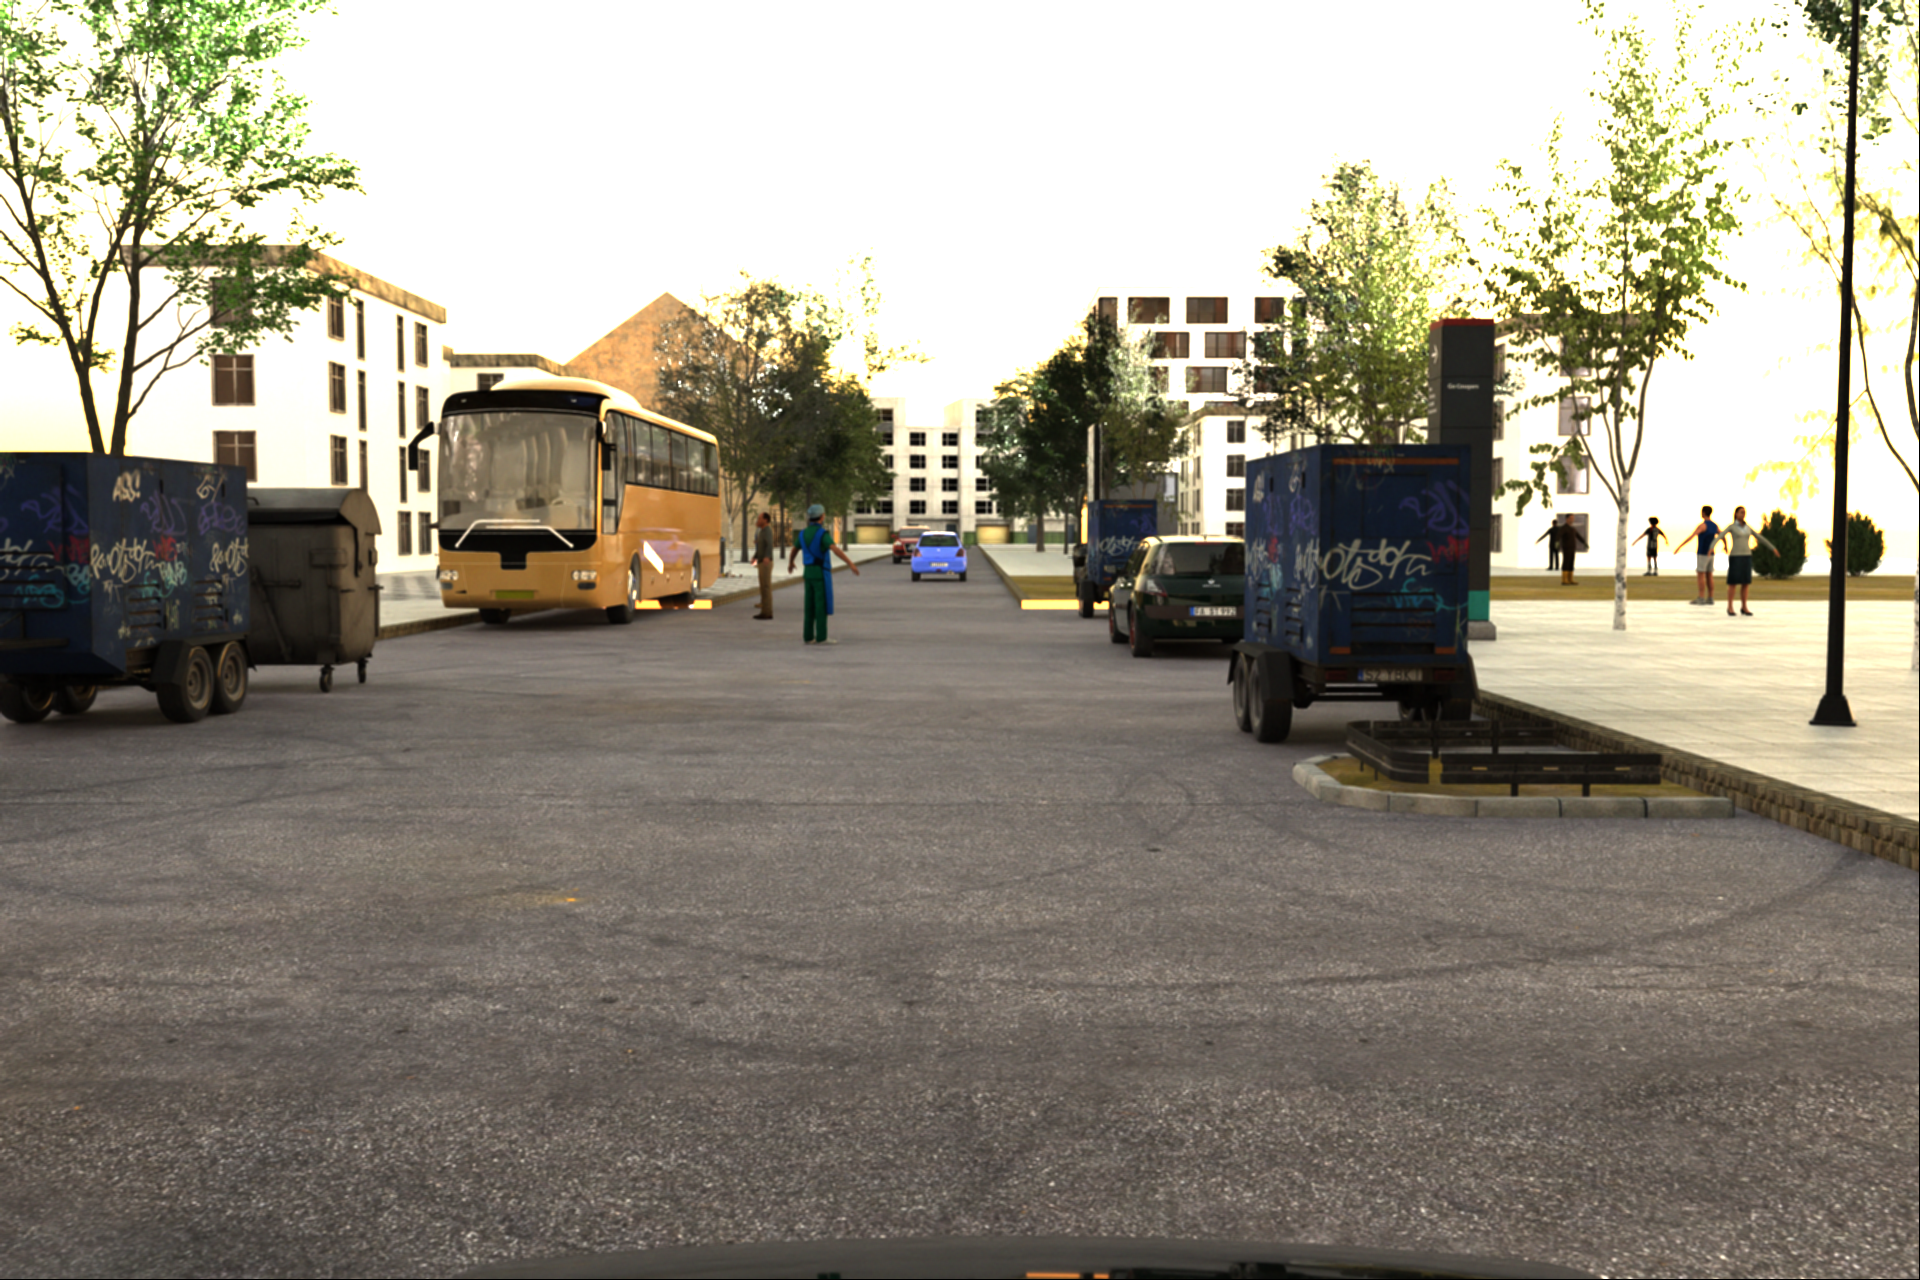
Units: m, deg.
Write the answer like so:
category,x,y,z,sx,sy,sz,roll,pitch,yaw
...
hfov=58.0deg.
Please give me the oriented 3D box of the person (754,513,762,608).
category,x,y,z,sx,sy,sz,roll,pitch,yaw
person,-3.856,-1.558,33.791,0.705,1.847,1.347,-1,4,-10

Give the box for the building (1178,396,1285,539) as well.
category,x,y,z,sx,sy,sz,roll,pitch,yaw
building,20.505,-10.514,114.048,9.099,9.664,28.070,0,4,0

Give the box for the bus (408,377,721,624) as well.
category,x,y,z,sx,sy,sz,roll,pitch,yaw
bus,-6.401,-2.403,30.844,2.896,3.916,12.252,0,4,1

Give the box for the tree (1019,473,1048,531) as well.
category,x,y,z,sx,sy,sz,roll,pitch,yaw
tree,6.215,-11.598,139.985,4.737,8.622,4.395,0,3,0

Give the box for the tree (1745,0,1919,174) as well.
category,x,y,z,sx,sy,sz,roll,pitch,yaw
tree,24.759,-11.210,39.171,12.611,20.169,13.585,0,3,0

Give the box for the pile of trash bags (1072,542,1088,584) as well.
category,x,y,z,sx,sy,sz,roll,pitch,yaw
pile of trash bags,3.860,-2.152,44.933,1.912,1.369,3.447,0,4,1

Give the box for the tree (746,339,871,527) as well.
category,x,y,z,sx,sy,sz,roll,pitch,yaw
tree,-8.826,-11.159,100.580,7.486,12.596,7.792,0,3,0

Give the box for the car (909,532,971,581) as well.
category,x,y,z,sx,sy,sz,roll,pitch,yaw
car,-0.636,-2.698,53.706,1.945,1.707,3.694,0,4,0

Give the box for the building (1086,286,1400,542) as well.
category,x,y,z,sx,sy,sz,roll,pitch,yaw
building,25.432,-19.278,159.171,27.936,21.610,32.646,0,4,0

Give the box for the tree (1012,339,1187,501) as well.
category,x,y,z,sx,sy,sz,roll,pitch,yaw
tree,6.366,-8.912,80.121,8.767,10.594,7.601,1,4,10

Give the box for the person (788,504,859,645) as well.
category,x,y,z,sx,sy,sz,roll,pitch,yaw
person,-1.840,-0.854,22.549,1.347,1.817,0.704,3,5,45

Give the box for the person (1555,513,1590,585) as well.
category,x,y,z,sx,sy,sz,roll,pitch,yaw
person,15.410,-2.301,43.756,1.346,1.812,0.704,-3,4,-36

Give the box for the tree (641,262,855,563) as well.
category,x,y,z,sx,sy,sz,roll,pitch,yaw
tree,-9.586,-10.217,77.419,12.009,13.543,11.850,0,3,0

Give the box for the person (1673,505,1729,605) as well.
category,x,y,z,sx,sy,sz,roll,pitch,yaw
person,13.555,-1.552,31.539,1.345,1.807,0.704,-2,4,-26

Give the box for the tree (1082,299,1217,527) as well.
category,x,y,z,sx,sy,sz,roll,pitch,yaw
tree,5.629,-6.368,54.477,4.360,8.622,3.978,0,3,0

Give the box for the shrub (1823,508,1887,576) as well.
category,x,y,z,sx,sy,sz,roll,pitch,yaw
shrub,27.213,-2.972,52.641,1.661,2.075,1.752,0,3,0

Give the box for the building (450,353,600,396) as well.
category,x,y,z,sx,sy,sz,roll,pitch,yaw
building,-24.189,-9.325,94.616,9.099,9.664,28.070,0,3,0

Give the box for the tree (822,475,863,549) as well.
category,x,y,z,sx,sy,sz,roll,pitch,yaw
tree,-9.503,-11.343,135.820,4.360,8.622,3.978,0,3,0

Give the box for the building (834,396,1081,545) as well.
category,x,y,z,sx,sy,sz,roll,pitch,yaw
building,-1.000,-22.132,230.768,31.486,18.905,16.747,-1,4,-9

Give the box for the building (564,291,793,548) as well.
category,x,y,z,sx,sy,sz,roll,pitch,yaw
building,-26.347,-20.493,165.983,19.493,23.208,18.063,0,4,1

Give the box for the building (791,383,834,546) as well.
category,x,y,z,sx,sy,sz,roll,pitch,yaw
building,-24.219,-20.627,203.709,16.747,18.905,31.486,0,4,-1

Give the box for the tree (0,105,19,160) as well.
category,x,y,z,sx,sy,sz,roll,pitch,yaw
tree,-12.270,-4.124,17.783,4.737,8.622,4.395,0,3,0

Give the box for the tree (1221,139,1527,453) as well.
category,x,y,z,sx,sy,sz,roll,pitch,yaw
tree,9.799,-6.556,41.607,7.601,10.594,8.767,0,4,5

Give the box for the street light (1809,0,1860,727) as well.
category,x,y,z,sx,sy,sz,roll,pitch,yaw
street light,6.447,-2.384,11.521,1.470,5.913,1.316,0,3,0

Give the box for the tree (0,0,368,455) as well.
category,x,y,z,sx,sy,sz,roll,pitch,yaw
tree,-12.986,-6.139,26.130,9.928,11.665,9.643,0,3,0

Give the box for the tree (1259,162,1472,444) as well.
category,x,y,z,sx,sy,sz,roll,pitch,yaw
tree,8.222,-5.110,33.914,4.737,8.622,4.395,0,3,0

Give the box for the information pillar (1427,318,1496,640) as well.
category,x,y,z,sx,sy,sz,roll,pitch,yaw
information pillar,6.089,-1.942,21.132,0.750,3.857,0.750,0,4,1

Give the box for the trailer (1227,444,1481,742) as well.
category,x,y,z,sx,sy,sz,roll,pitch,yaw
trailer,2.731,-0.360,12.939,1.471,1.999,3.904,0,4,-1

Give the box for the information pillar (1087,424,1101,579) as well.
category,x,y,z,sx,sy,sz,roll,pitch,yaw
information pillar,2.924,-2.838,37.711,0.184,3.620,1.656,0,3,0

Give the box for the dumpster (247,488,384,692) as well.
category,x,y,z,sx,sy,sz,roll,pitch,yaw
dumpster,-6.446,-0.482,16.092,1.865,1.857,1.264,0,3,0

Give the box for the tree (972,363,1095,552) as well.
category,x,y,z,sx,sy,sz,roll,pitch,yaw
tree,5.770,-13.406,125.839,9.857,13.997,8.962,0,3,0

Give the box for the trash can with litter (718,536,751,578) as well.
category,x,y,z,sx,sy,sz,roll,pitch,yaw
trash can with litter,-6.974,-2.488,51.735,1.678,1.210,2.233,0,4,1

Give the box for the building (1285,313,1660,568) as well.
category,x,y,z,sx,sy,sz,roll,pitch,yaw
building,21.978,-8.420,79.822,9.099,9.664,28.070,0,3,0

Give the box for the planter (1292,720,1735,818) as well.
category,x,y,z,sx,sy,sz,roll,pitch,yaw
planter,2.935,0.697,9.747,1.991,0.319,1.994,0,4,1

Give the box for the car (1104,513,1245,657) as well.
category,x,y,z,sx,sy,sz,roll,pitch,yaw
car,2.840,-0.719,21.551,2.009,1.686,4.222,0,4,0

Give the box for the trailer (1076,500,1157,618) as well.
category,x,y,z,sx,sy,sz,roll,pitch,yaw
trailer,2.786,-1.440,30.601,1.471,1.999,3.904,0,4,0

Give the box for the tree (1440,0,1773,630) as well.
category,x,y,z,sx,sy,sz,roll,pitch,yaw
tree,8.833,-4.457,23.237,4.737,8.622,4.395,0,3,0

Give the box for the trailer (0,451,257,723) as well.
category,x,y,z,sx,sy,sz,roll,pitch,yaw
trailer,-6.499,-0.348,12.739,1.471,1.999,3.904,0,3,0

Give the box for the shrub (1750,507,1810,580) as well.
category,x,y,z,sx,sy,sz,roll,pitch,yaw
shrub,23.035,-2.734,48.740,1.661,2.075,1.752,0,3,0

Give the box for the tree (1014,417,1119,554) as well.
category,x,y,z,sx,sy,sz,roll,pitch,yaw
tree,6.980,-10.695,109.282,7.601,10.594,8.767,-3,4,-36

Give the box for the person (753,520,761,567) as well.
category,x,y,z,sx,sy,sz,roll,pitch,yaw
person,-7.780,-3.722,66.707,0.705,1.847,1.347,-1,4,-12

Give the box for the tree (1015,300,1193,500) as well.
category,x,y,z,sx,sy,sz,roll,pitch,yaw
tree,5.740,-8.291,69.966,7.601,10.594,8.767,-1,4,-12

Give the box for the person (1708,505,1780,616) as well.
category,x,y,z,sx,sy,sz,roll,pitch,yaw
person,12.330,-1.251,27.289,1.217,1.735,0.721,-1,4,-9

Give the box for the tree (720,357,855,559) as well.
category,x,y,z,sx,sy,sz,roll,pitch,yaw
tree,-9.068,-9.536,90.322,8.767,10.594,7.601,2,4,28

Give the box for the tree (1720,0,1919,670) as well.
category,x,y,z,sx,sy,sz,roll,pitch,yaw
tree,8.953,-4.008,15.894,4.360,8.622,3.978,0,3,0

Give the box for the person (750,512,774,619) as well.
category,x,y,z,sx,sy,sz,roll,pitch,yaw
person,-3.315,-1.253,29.220,0.705,1.796,1.348,-1,4,-16

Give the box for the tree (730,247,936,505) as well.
category,x,y,z,sx,sy,sz,roll,pitch,yaw
tree,-8.318,-15.759,113.546,12.611,20.169,13.585,0,3,0

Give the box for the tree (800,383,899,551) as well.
category,x,y,z,sx,sy,sz,roll,pitch,yaw
tree,-8.336,-12.866,128.484,7.486,12.596,7.792,0,3,0

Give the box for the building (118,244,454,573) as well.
category,x,y,z,sx,sy,sz,roll,pitch,yaw
building,-23.571,-7.474,64.346,9.099,9.664,28.070,0,4,0

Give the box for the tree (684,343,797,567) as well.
category,x,y,z,sx,sy,sz,roll,pitch,yaw
tree,-9.092,-7.159,67.413,4.360,8.622,3.978,0,3,0

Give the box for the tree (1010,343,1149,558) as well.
category,x,y,z,sx,sy,sz,roll,pitch,yaw
tree,6.377,-10.169,92.022,9.928,11.665,9.643,0,3,0

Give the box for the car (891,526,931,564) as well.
category,x,y,z,sx,sy,sz,roll,pitch,yaw
car,-2.228,-4.681,85.215,2.281,1.827,5.304,0,3,0

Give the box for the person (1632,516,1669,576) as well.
category,x,y,z,sx,sy,sz,roll,pitch,yaw
person,21.360,-2.894,53.465,1.345,1.843,0.704,-1,4,-18

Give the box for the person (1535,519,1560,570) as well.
category,x,y,z,sx,sy,sz,roll,pitch,yaw
person,21.061,-3.376,61.430,1.346,1.802,0.704,-1,4,-13
